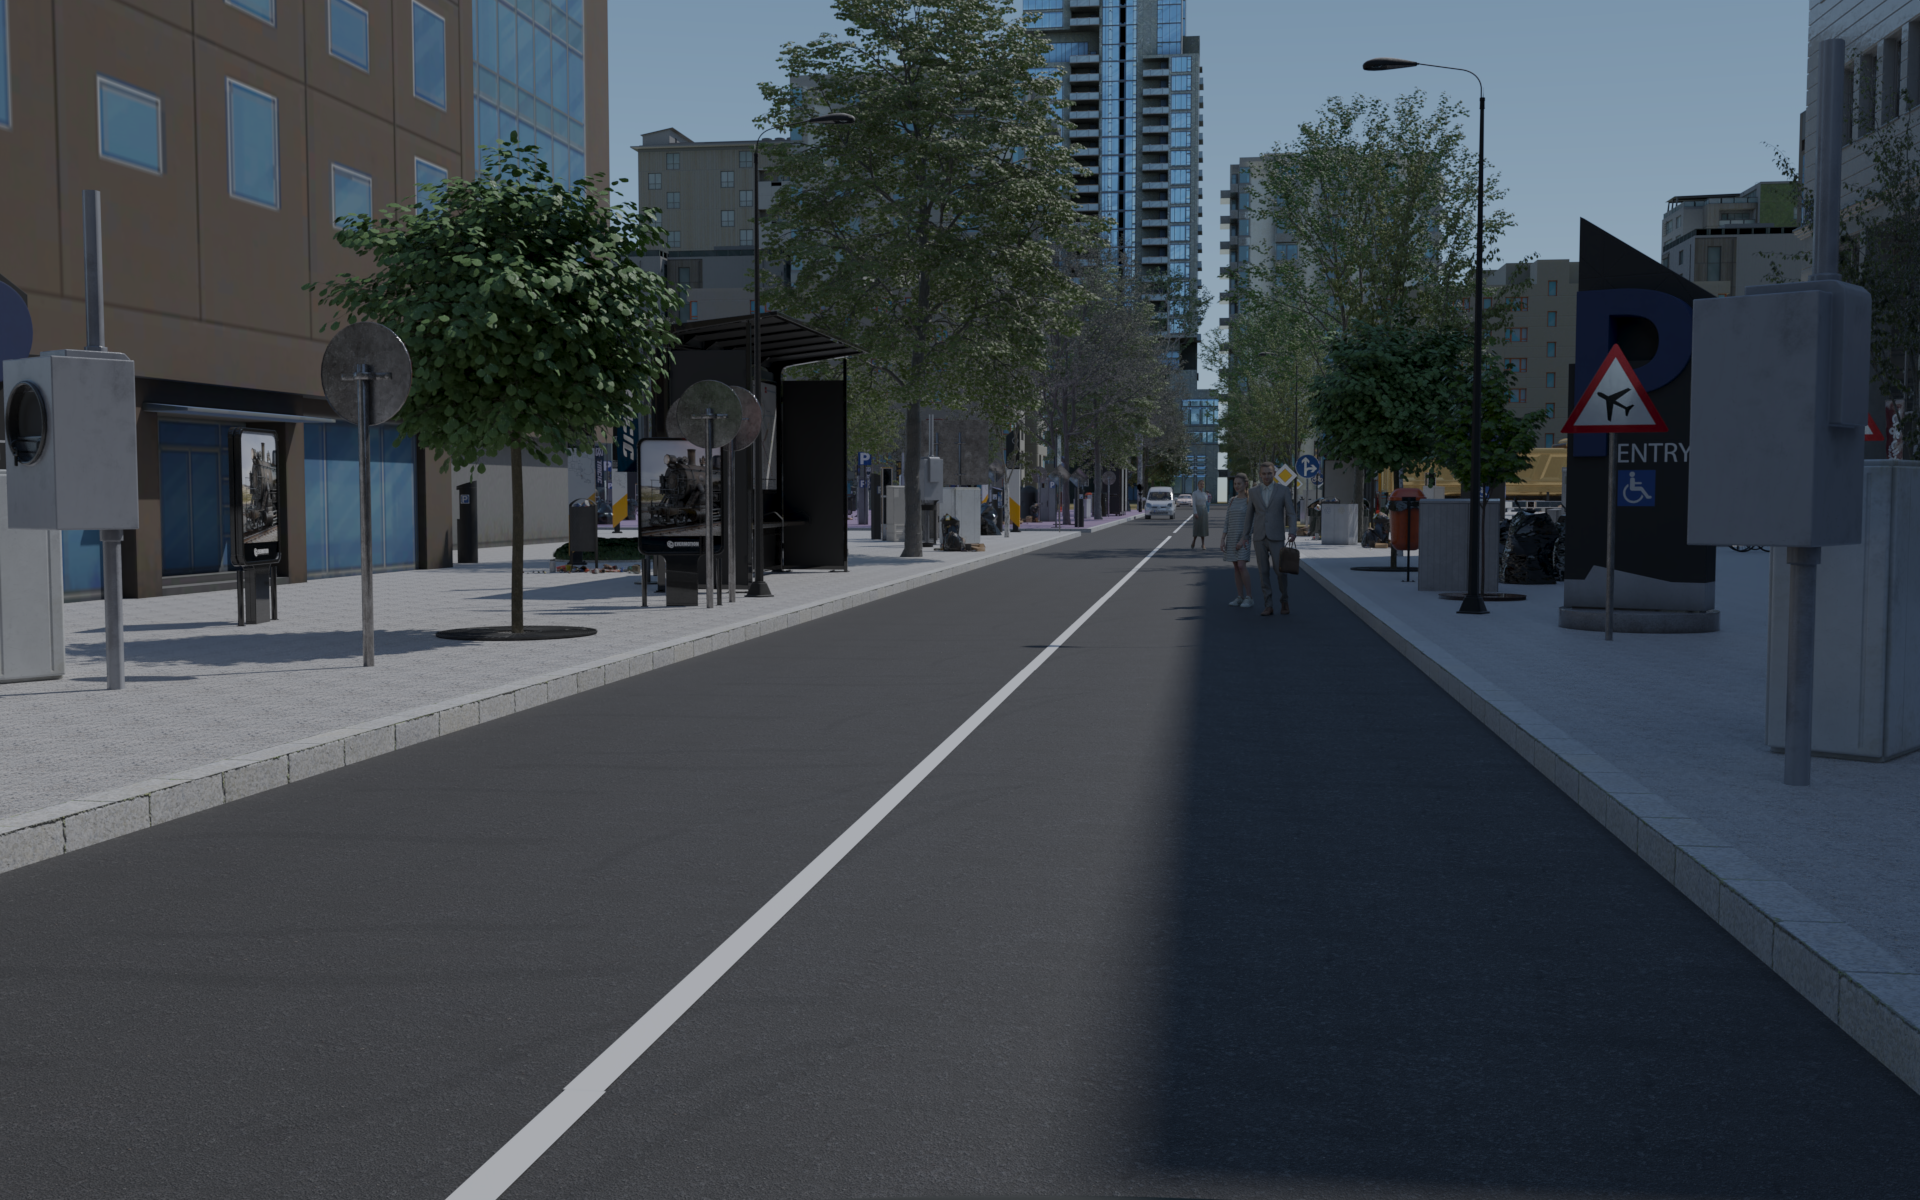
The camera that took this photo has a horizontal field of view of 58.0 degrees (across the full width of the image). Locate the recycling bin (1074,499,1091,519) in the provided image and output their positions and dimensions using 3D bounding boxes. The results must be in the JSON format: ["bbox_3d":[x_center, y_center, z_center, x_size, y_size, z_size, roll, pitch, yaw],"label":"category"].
[{"bbox_3d":[6.402,-4.781,90.725,0.722,1.027,0.722,1,4,22],"label":"recycling bin"}]

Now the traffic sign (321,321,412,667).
[{"bbox_3d":[-4.403,-0.777,12.818,0.768,2.556,0.104,1,4,16],"label":"traffic sign"}]

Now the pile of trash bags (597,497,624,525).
[{"bbox_3d":[-16.010,-3.795,71.807,1.912,1.369,3.447,3,4,36],"label":"pile of trash bags"}]

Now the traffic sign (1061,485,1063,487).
[{"bbox_3d":[5.579,-5.805,97.040,0.606,2.300,0.079,1,4,10],"label":"traffic sign"}]

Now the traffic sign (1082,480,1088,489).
[{"bbox_3d":[6.651,-5.617,93.967,0.606,2.300,0.079,1,4,15],"label":"traffic sign"}]

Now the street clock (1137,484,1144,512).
[{"bbox_3d":[12.672,-7.164,121.703,0.358,2.002,0.471,-3,4,-38],"label":"street clock"}]

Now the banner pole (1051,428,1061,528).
[{"bbox_3d":[3.697,-4.609,65.380,0.401,3.779,0.863,-1,4,-13],"label":"banner pole"}]

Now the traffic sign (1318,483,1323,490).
[{"bbox_3d":[22.103,-6.460,106.812,0.795,2.450,0.064,1,4,14],"label":"traffic sign"}]

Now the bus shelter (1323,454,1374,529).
[{"bbox_3d":[14.901,-4.440,66.523,2.014,3.302,5.546,1,4,8],"label":"bus shelter"}]

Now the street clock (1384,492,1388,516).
[{"bbox_3d":[24.870,-5.894,100.944,0.358,2.002,0.471,0,4,-2],"label":"street clock"}]

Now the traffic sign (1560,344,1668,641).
[{"bbox_3d":[5.685,-0.923,15.101,0.884,2.594,0.081,1,4,13],"label":"traffic sign"}]

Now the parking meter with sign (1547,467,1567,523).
[{"bbox_3d":[17.478,-3.234,49.139,0.543,3.016,1.738,-2,4,-32],"label":"parking meter with sign"}]

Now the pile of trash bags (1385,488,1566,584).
[{"bbox_3d":[7.980,-0.953,25.328,3.447,1.369,1.912,0,4,8],"label":"pile of trash bags"}]

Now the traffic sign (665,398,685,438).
[{"bbox_3d":[-3.381,-1.340,22.022,0.768,2.556,0.104,1,4,9],"label":"traffic sign"}]

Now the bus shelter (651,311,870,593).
[{"bbox_3d":[-2.766,-2.089,25.436,1.731,3.624,6.357,1,4,8],"label":"bus shelter"}]

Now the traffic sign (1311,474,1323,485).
[{"bbox_3d":[20.793,-6.161,100.832,0.768,2.556,0.104,1,4,9],"label":"traffic sign"}]

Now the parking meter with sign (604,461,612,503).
[{"bbox_3d":[-18.231,-5.732,89.975,0.543,3.016,1.738,-1,4,-17],"label":"parking meter with sign"}]

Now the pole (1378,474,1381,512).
[{"bbox_3d":[25.888,-6.912,106.856,0.158,3.312,0.155,0,3,0],"label":"pole"}]

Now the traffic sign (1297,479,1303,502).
[{"bbox_3d":[25.496,-7.926,130.767,0.795,2.450,0.064,1,4,9],"label":"traffic sign"}]

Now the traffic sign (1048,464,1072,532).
[{"bbox_3d":[3.336,-3.317,57.867,0.795,2.450,0.064,1,4,8],"label":"traffic sign"}]

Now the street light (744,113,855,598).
[{"bbox_3d":[-1.973,-2.986,21.361,1.470,5.913,1.316,1,4,8],"label":"street light"}]

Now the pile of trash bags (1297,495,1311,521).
[{"bbox_3d":[15.845,-4.404,81.752,3.447,1.369,1.912,-3,5,-39],"label":"pile of trash bags"}]

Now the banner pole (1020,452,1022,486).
[{"bbox_3d":[3.509,-6.926,103.258,0.401,3.779,0.863,-2,4,-29],"label":"banner pole"}]

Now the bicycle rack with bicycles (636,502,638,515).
[{"bbox_3d":[-17.597,-5.291,99.893,2.925,0.926,2.852,3,5,45],"label":"bicycle rack with bicycles"}]

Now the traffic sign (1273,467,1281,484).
[{"bbox_3d":[11.812,-3.733,64.675,0.795,2.450,0.064,1,4,8],"label":"traffic sign"}]

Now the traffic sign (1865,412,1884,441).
[{"bbox_3d":[8.844,-1.072,17.536,0.884,2.594,0.081,1,4,16],"label":"traffic sign"}]

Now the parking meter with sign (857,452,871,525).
[{"bbox_3d":[-4.054,-4.664,72.512,0.543,3.016,1.738,0,4,-8],"label":"parking meter with sign"}]

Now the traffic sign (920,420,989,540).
[{"bbox_3d":[-0.326,-3.290,47.670,2.265,3.308,0.079,1,4,14],"label":"traffic sign"}]

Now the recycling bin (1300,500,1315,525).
[{"bbox_3d":[14.765,-3.690,72.883,0.722,1.027,0.722,0,4,-5],"label":"recycling bin"}]

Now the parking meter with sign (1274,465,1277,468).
[{"bbox_3d":[18.827,-6.577,103.795,0.543,3.016,1.738,0,4,4],"label":"parking meter with sign"}]

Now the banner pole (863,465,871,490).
[{"bbox_3d":[-7.149,-8.693,132.151,0.863,3.779,0.401,-1,4,-18],"label":"banner pole"}]

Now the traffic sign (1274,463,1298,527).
[{"bbox_3d":[10.649,-3.250,56.775,0.795,2.450,0.064,1,4,8],"label":"traffic sign"}]

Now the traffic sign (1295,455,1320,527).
[{"bbox_3d":[11.213,-3.415,55.937,0.768,2.556,0.104,1,4,12],"label":"traffic sign"}]

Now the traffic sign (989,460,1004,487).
[{"bbox_3d":[1.191,-3.511,58.598,0.795,2.450,0.064,1,4,15],"label":"traffic sign"}]

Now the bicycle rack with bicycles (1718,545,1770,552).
[{"bbox_3d":[18.015,-1.543,38.606,2.852,0.926,2.925,-3,5,-44],"label":"bicycle rack with bicycles"}]

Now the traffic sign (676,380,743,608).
[{"bbox_3d":[-2.810,-1.179,19.380,0.768,2.556,0.104,1,4,9],"label":"traffic sign"}]

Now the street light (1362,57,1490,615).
[{"bbox_3d":[4.983,-2.813,18.532,1.470,5.913,1.316,1,4,8],"label":"street light"}]

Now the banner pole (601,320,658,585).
[{"bbox_3d":[-4.566,-2.103,24.401,0.401,3.779,0.863,2,4,30],"label":"banner pole"}]

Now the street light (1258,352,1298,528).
[{"bbox_3d":[10.462,-5.151,56.753,1.470,5.913,1.316,1,4,8],"label":"street light"}]

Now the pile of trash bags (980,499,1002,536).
[{"bbox_3d":[0.041,-2.749,54.690,1.912,1.369,3.447,-1,4,-15],"label":"pile of trash bags"}]

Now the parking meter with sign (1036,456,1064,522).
[{"bbox_3d":[4.085,-5.136,80.240,0.543,3.016,1.738,-2,4,-34],"label":"parking meter with sign"}]

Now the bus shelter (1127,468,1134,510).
[{"bbox_3d":[11.151,-7.829,121.933,2.014,3.302,5.546,1,4,8],"label":"bus shelter"}]

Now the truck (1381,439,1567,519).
[{"bbox_3d":[19.631,-3.896,59.631,9.791,3.379,3.469,1,4,8],"label":"truck"}]

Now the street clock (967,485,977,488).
[{"bbox_3d":[0.601,-5.045,87.060,0.471,2.002,0.358,3,4,37],"label":"street clock"}]

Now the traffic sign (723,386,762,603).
[{"bbox_3d":[-2.699,-1.243,20.432,0.768,2.556,0.104,1,4,16],"label":"traffic sign"}]

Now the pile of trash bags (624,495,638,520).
[{"bbox_3d":[-16.376,-4.569,84.450,3.447,1.369,1.912,2,4,35],"label":"pile of trash bags"}]

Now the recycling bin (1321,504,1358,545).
[{"bbox_3d":[9.659,-1.927,44.056,0.722,1.027,0.722,2,4,34],"label":"recycling bin"}]

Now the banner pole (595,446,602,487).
[{"bbox_3d":[-16.175,-5.407,78.429,0.863,3.779,0.401,1,4,18],"label":"banner pole"}]

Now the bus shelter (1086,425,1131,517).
[{"bbox_3d":[8.661,-7.550,101.067,2.179,5.291,8.768,1,4,8],"label":"bus shelter"}]

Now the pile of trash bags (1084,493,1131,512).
[{"bbox_3d":[10.687,-7.150,126.653,3.447,1.369,1.912,-1,4,-22],"label":"pile of trash bags"}]
